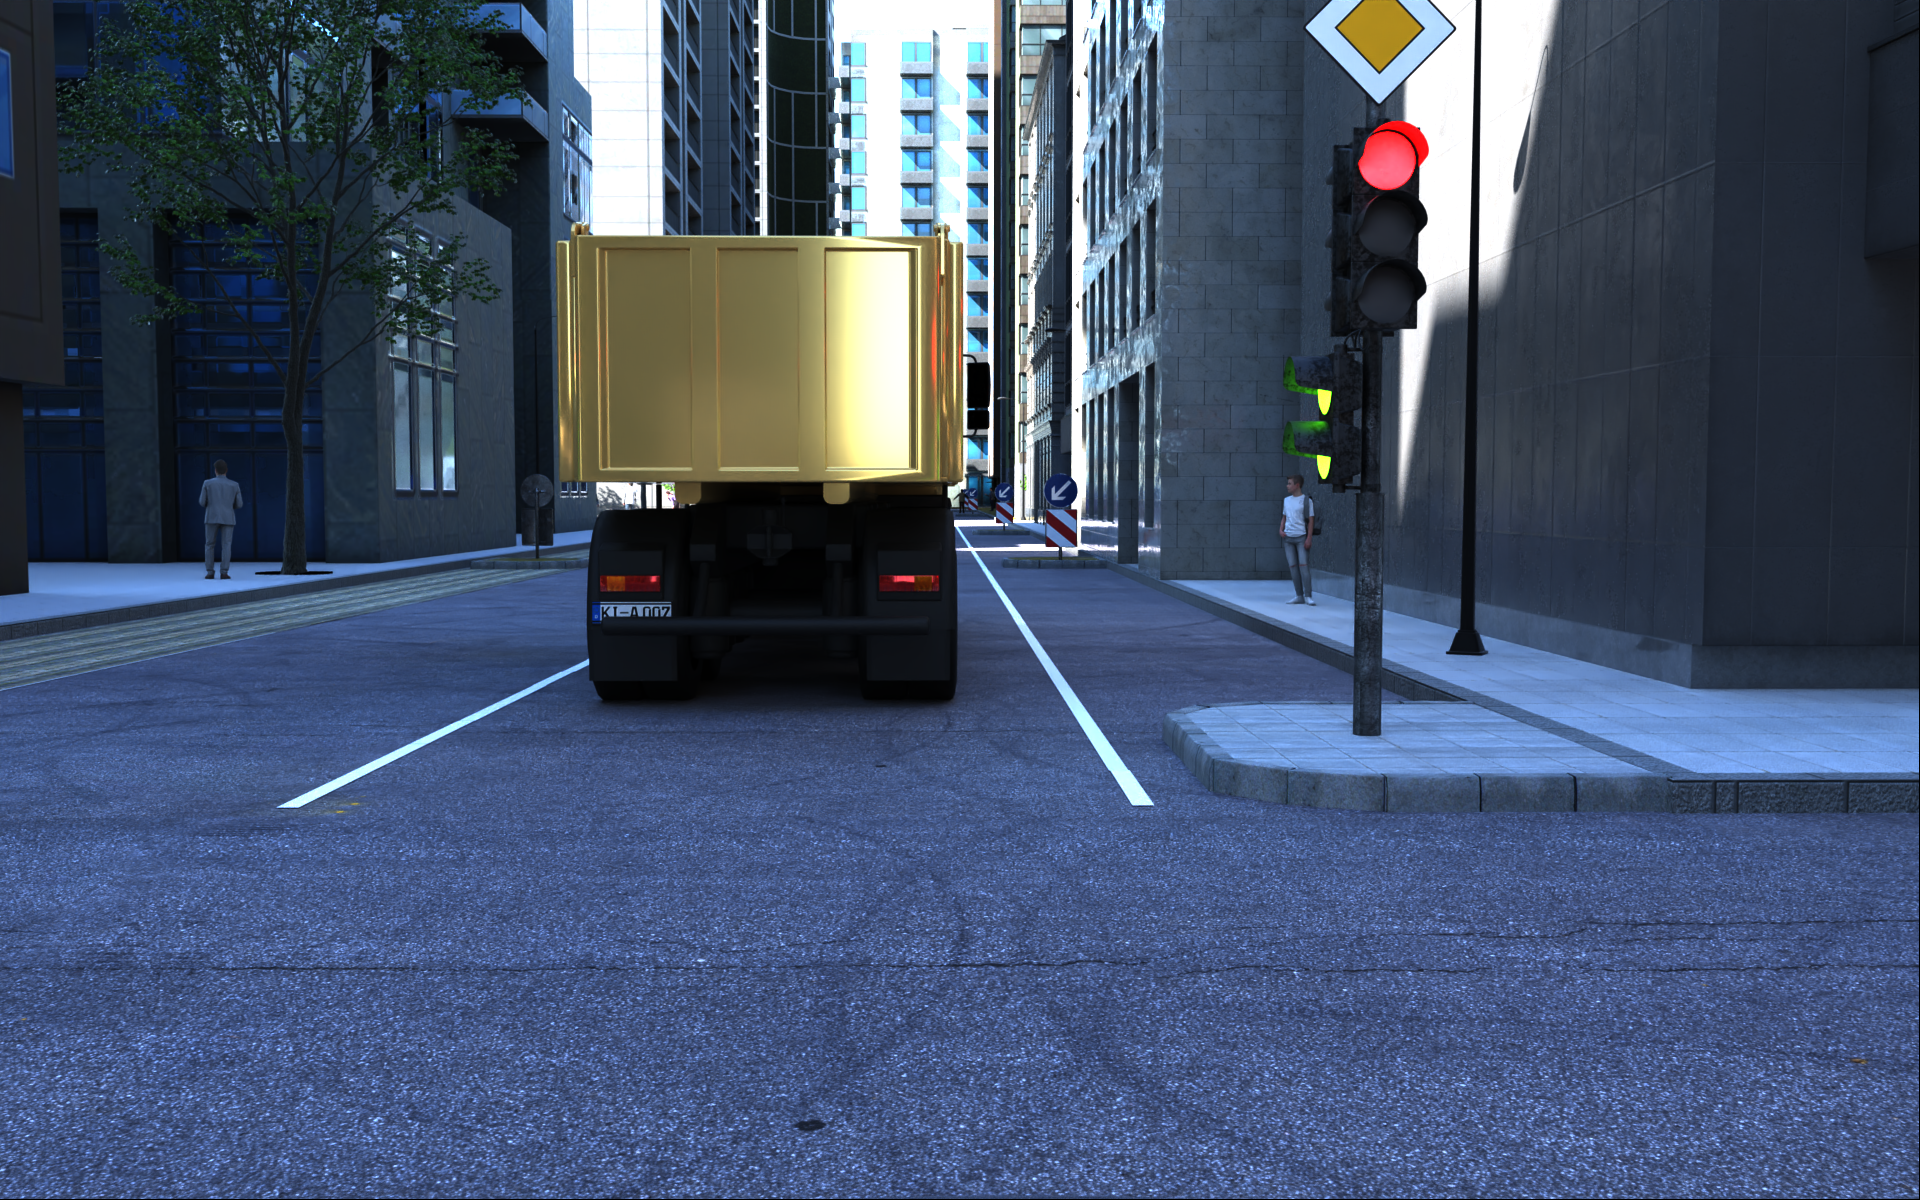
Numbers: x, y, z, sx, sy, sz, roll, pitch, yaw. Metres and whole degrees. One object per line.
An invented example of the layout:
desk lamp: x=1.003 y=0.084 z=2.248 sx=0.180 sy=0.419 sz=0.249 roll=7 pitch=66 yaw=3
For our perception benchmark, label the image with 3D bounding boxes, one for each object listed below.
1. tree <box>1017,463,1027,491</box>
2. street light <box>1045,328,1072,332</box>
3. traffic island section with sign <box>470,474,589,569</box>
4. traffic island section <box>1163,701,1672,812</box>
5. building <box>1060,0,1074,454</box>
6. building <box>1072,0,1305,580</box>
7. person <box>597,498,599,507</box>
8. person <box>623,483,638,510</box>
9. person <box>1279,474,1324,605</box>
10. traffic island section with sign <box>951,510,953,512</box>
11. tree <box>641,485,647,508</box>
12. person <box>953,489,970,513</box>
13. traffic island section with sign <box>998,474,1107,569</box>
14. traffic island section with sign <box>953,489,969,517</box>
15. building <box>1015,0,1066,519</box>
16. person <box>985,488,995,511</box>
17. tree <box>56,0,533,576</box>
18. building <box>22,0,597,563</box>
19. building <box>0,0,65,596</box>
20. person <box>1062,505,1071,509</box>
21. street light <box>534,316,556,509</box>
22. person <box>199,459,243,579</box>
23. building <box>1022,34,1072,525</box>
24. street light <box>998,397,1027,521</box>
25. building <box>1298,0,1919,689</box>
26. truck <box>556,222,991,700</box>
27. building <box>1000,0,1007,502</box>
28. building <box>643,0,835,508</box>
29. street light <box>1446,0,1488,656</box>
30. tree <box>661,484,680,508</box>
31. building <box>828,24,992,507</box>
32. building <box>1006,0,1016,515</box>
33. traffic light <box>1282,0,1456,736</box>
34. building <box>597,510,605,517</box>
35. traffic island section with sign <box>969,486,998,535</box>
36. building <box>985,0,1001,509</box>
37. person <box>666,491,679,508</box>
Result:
tree: x=3.938 y=-5.681 z=87.492 sx=1.663 sy=3.219 sz=1.824 roll=0 pitch=3 yaw=0
street light: x=3.068 y=-4.646 z=48.502 sx=1.470 sy=5.913 sz=1.316 roll=0 pitch=4 yaw=-1
traffic island section with sign: x=-8.293 y=-1.534 z=33.703 sx=1.989 sy=1.847 sz=2.006 roll=0 pitch=4 yaw=-1
traffic island section: x=2.194 y=0.797 z=9.246 sx=2.009 sy=0.180 sz=2.903 roll=0 pitch=4 yaw=-1
building: x=11.097 y=-15.943 z=54.172 sx=14.314 sy=27.812 sz=24.014 roll=0 pitch=4 yaw=-1
building: x=8.056 y=-10.944 z=33.683 sx=10.420 sy=20.320 sz=16.860 roll=0 pitch=4 yaw=-1
person: x=-13.796 y=-3.586 z=64.549 sx=0.818 sy=1.842 sz=0.514 roll=0 pitch=4 yaw=-2
person: x=-14.259 y=-4.225 z=74.965 sx=0.661 sy=1.843 sz=0.795 roll=-1 pitch=4 yaw=-14
person: x=3.963 y=-0.703 z=20.130 sx=0.503 sy=1.515 sz=0.523 roll=1 pitch=4 yaw=15
traffic island section with sign: x=0.303 y=-7.909 z=137.941 sx=1.989 sy=1.847 sz=2.006 roll=0 pitch=4 yaw=-1
tree: x=-12.127 y=-8.114 z=67.073 sx=8.767 sy=10.594 sz=7.601 roll=1 pitch=4 yaw=12
person: x=0.138 y=-7.414 z=129.815 sx=1.348 sy=1.812 sz=0.705 roll=0 pitch=4 yaw=-4
traffic island section with sign: x=1.833 y=-1.566 z=34.239 sx=1.989 sy=1.847 sz=2.006 roll=0 pitch=4 yaw=-1
traffic island section with sign: x=0.703 y=-6.261 z=110.989 sx=1.989 sy=1.847 sz=2.006 roll=0 pitch=4 yaw=-1
building: x=9.979 y=-19.815 z=95.680 sx=14.160 sy=30.474 sz=14.107 roll=0 pitch=4 yaw=-1
person: x=2.201 y=-7.516 z=129.452 sx=0.750 sy=1.759 sz=0.617 roll=0 pitch=4 yaw=-8
tree: x=-10.491 y=-6.208 z=27.262 sx=9.928 sy=11.665 sz=9.643 roll=0 pitch=3 yaw=0
building: x=-22.137 y=-44.776 z=44.763 sx=22.319 sy=86.520 sz=31.000 roll=0 pitch=4 yaw=-1
building: x=-18.551 y=-22.277 z=14.345 sx=14.600 sy=45.320 sz=14.200 roll=0 pitch=4 yaw=-1
person: x=3.350 y=-2.912 z=53.851 sx=0.583 sy=1.804 sz=0.606 roll=0 pitch=4 yaw=6
street light: x=-10.294 y=-4.393 z=44.360 sx=1.470 sy=5.913 sz=1.316 roll=0 pitch=4 yaw=-1
person: x=-11.204 y=-1.222 z=26.226 sx=0.606 sy=1.804 sz=0.583 roll=-2 pitch=4 yaw=-32
building: x=8.024 y=-13.840 z=75.437 sx=9.793 sy=20.994 sz=18.267 roll=0 pitch=4 yaw=-1
street light: x=2.507 y=-6.766 z=83.166 sx=1.470 sy=5.913 sz=1.316 roll=0 pitch=4 yaw=-1
building: x=19.635 y=-12.056 z=16.181 sx=30.058 sy=24.678 sz=14.314 roll=0 pitch=4 yaw=-1
truck: x=-1.331 y=-1.207 z=15.661 sx=3.469 sy=3.379 sz=9.791 roll=0 pitch=4 yaw=-1
building: x=13.593 y=-36.038 z=131.225 sx=21.231 sy=58.520 sz=28.212 roll=0 pitch=4 yaw=-1
building: x=-23.548 y=-45.155 z=176.533 sx=20.611 sy=71.187 sz=20.563 roll=0 pitch=4 yaw=-1
street light: x=3.535 y=-2.520 z=13.740 sx=1.470 sy=5.913 sz=1.316 roll=0 pitch=4 yaw=-1
tree: x=-12.232 y=-4.991 z=76.204 sx=1.663 sy=3.219 sz=1.824 roll=0 pitch=3 yaw=0
building: x=1.956 y=-34.237 z=179.390 sx=30.456 sy=49.044 sz=23.786 roll=0 pitch=4 yaw=-1
building: x=9.885 y=-26.089 z=110.148 sx=14.154 sy=41.232 sz=14.086 roll=0 pitch=4 yaw=-1
traffic light: x=2.153 y=-1.236 z=9.131 sx=0.839 sy=4.253 sz=0.868 roll=0 pitch=4 yaw=-1
building: x=-22.093 y=-41.337 z=114.114 sx=20.563 sy=71.187 sz=20.611 roll=0 pitch=4 yaw=-1
traffic island section with sign: x=1.430 y=-3.215 z=61.191 sx=1.989 sy=1.847 sz=2.006 roll=0 pitch=4 yaw=-1
building: x=9.623 y=-30.746 z=152.812 sx=14.600 sy=45.320 sz=14.200 roll=0 pitch=4 yaw=-1
person: x=-14.118 y=-4.644 z=85.209 sx=0.697 sy=1.427 sz=0.421 roll=0 pitch=4 yaw=-5
